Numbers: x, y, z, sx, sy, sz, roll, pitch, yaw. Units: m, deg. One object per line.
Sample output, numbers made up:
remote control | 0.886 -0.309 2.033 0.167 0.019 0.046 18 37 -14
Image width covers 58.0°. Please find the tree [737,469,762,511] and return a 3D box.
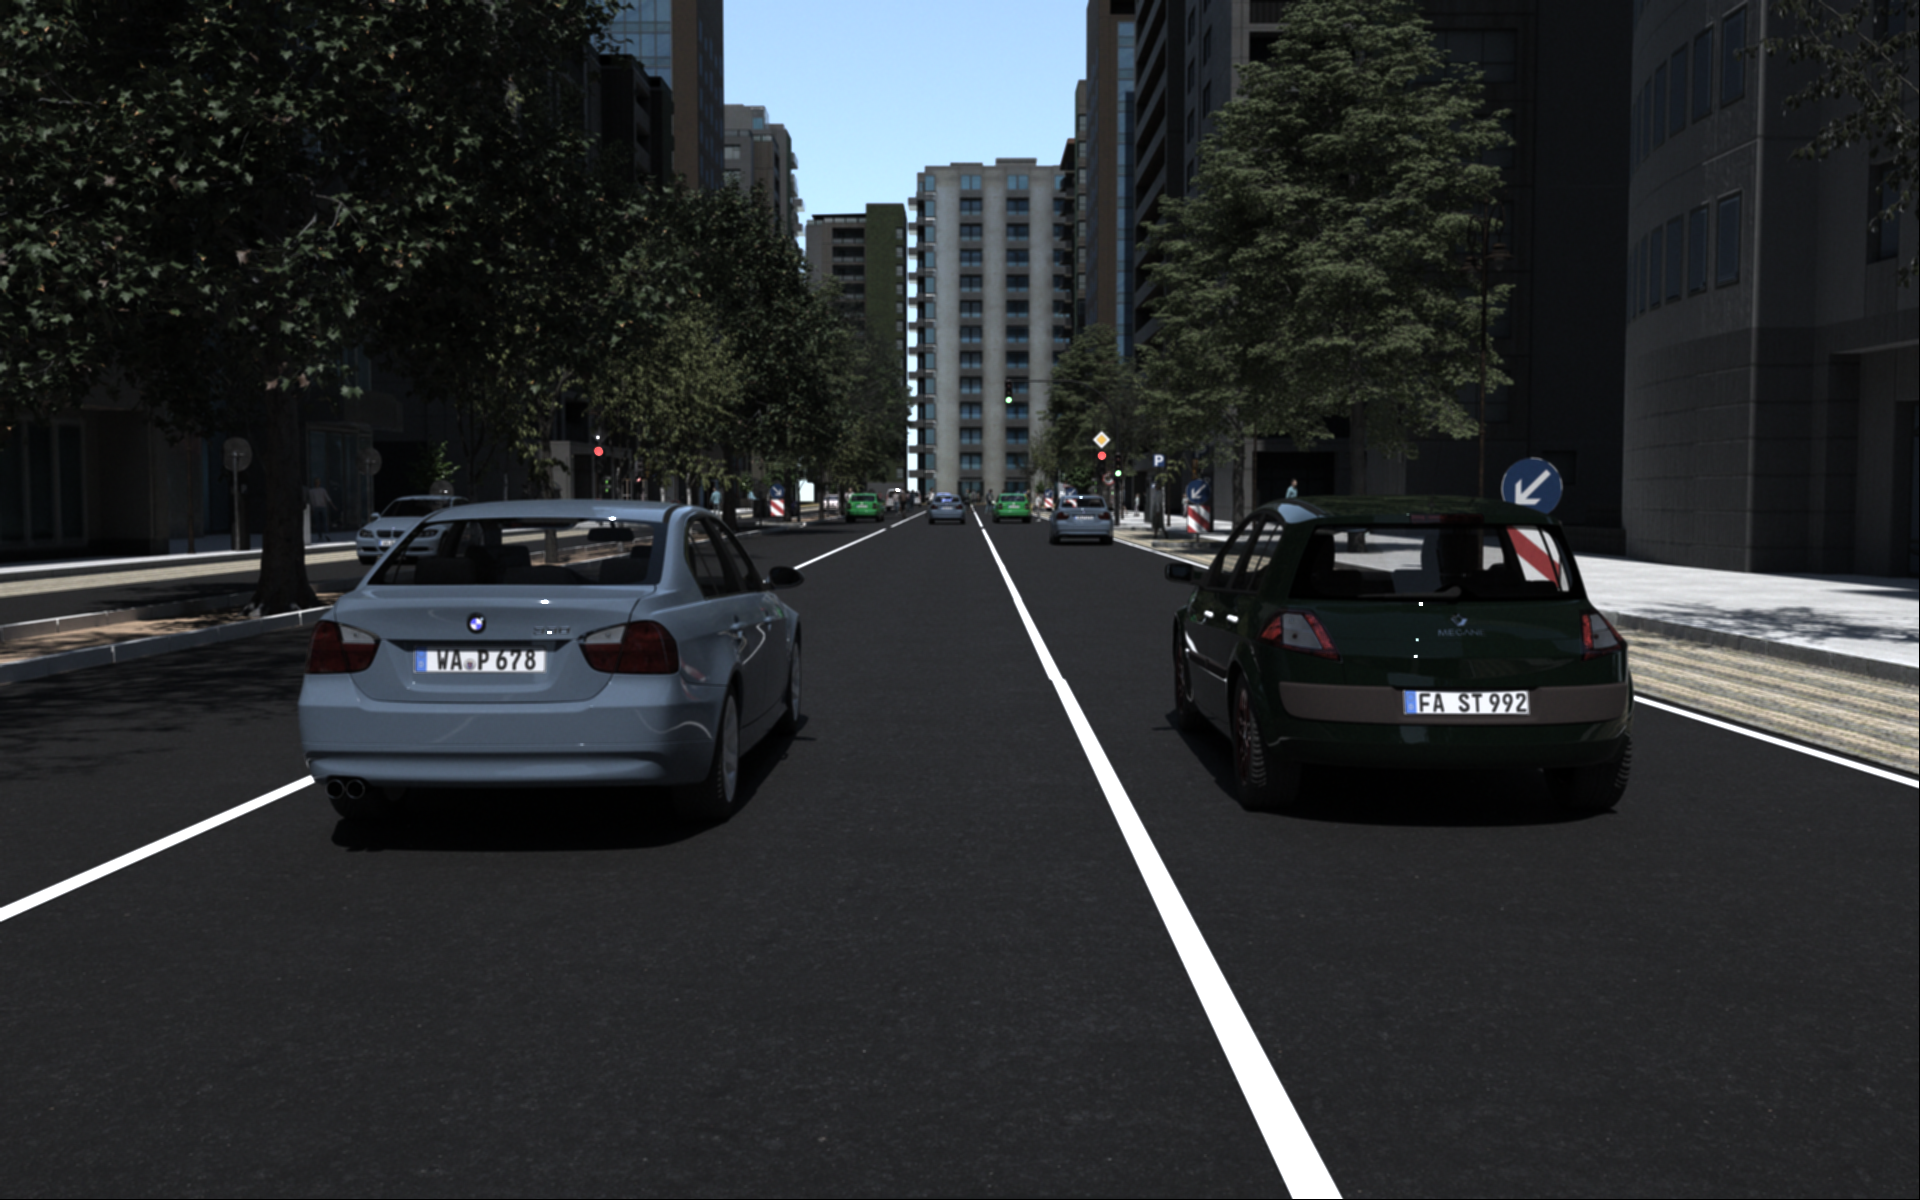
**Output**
tree | -16.054 -8.351 131.143 1.663 3.219 1.824 0 3 0

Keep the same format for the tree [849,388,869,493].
tree | -7.951 -9.263 104.267 4.737 8.622 4.395 0 3 0

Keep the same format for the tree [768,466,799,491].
tree | -16.703 -10.942 162.608 4.285 4.588 4.351 0 3 0

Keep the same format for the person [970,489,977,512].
person | 1.133 -8.077 140.660 0.679 1.850 0.850 3 5 42

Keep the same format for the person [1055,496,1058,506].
person | 6.739 -6.546 119.768 0.590 1.304 0.306 -3 4 -37

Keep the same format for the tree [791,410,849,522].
tree | -8.025 -8.153 86.128 4.737 8.622 4.395 0 3 0

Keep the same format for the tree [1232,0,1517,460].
tree | 8.277 -7.303 37.539 7.486 12.596 7.792 0 3 0

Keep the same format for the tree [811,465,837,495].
tree | -15.519 -17.393 218.789 7.601 10.594 8.767 0 4 1

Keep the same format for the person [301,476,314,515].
person | -17.375 -2.400 45.559 0.678 1.792 0.850 -2 4 -35

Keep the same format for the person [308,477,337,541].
person | -17.307 -2.470 47.092 0.731 1.740 0.598 -3 4 -39

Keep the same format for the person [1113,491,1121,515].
person | 9.360 -5.965 103.774 0.606 1.804 0.583 -3 4 -37

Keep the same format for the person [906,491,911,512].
person | -4.244 -8.131 142.282 0.563 1.720 0.643 0 4 -8

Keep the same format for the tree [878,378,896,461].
tree | -7.974 -11.902 115.175 7.486 12.596 7.792 0 3 0

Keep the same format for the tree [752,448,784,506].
tree | -16.937 -12.508 154.868 4.360 8.622 3.978 0 3 0

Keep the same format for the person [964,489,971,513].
person | 0.611 -7.385 129.416 0.590 1.801 0.661 1 4 18

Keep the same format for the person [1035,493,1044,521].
person | 4.149 -4.911 91.390 0.503 1.515 0.523 3 4 37

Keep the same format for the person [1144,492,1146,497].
person | 10.756 -5.694 99.325 0.466 1.800 0.511 0 4 1

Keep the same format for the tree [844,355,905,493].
tree | -7.717 -12.012 124.609 9.928 11.665 9.643 0 3 0

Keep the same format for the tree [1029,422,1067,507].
tree | 8.754 -13.293 167.703 4.737 8.622 4.395 0 3 0

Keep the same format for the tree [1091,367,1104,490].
tree | 8.948 -8.846 94.989 4.360 8.622 3.978 0 3 0

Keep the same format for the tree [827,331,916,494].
tree | -7.889 -13.840 135.396 9.857 13.997 8.962 0 3 0

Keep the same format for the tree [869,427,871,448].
tree | -7.610 -9.558 109.094 4.737 8.622 4.395 0 3 0

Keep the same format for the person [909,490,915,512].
person | -3.889 -8.016 139.823 0.793 1.790 0.793 2 4 26

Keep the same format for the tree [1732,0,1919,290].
tree | 8.217 -3.860 13.471 4.360 8.622 3.978 0 3 0

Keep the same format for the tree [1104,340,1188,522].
tree | 9.251 -7.967 80.630 4.360 8.622 3.978 0 3 0

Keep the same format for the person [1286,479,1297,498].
person | 11.638 -3.358 60.968 0.620 1.820 0.660 2 4 31

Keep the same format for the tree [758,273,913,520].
tree | -7.652 -11.182 95.660 12.009 13.543 11.850 0 3 0

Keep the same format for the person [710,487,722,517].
person | -13.997 -5.561 99.281 0.638 1.841 0.748 0 4 -5

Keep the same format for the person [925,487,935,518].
person | -1.782 -5.806 103.534 0.679 1.850 0.850 -3 5 -41

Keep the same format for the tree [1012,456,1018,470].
tree | 8.928 -16.327 217.303 4.360 8.622 3.978 0 3 0

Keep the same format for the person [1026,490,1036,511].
person | 6.135 -8.598 149.301 0.699 1.804 1.509 -2 4 -35

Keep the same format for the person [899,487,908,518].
person | -3.386 -5.796 103.224 0.622 1.834 0.822 1 4 23

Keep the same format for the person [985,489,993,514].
person | 2.110 -6.986 123.076 0.623 1.781 0.721 1 4 20

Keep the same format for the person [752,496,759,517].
person | -12.726 -6.131 108.604 0.748 1.841 0.638 2 4 28

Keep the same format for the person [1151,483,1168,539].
person | 6.339 -2.822 54.867 0.478 1.798 0.641 -3 5 -40

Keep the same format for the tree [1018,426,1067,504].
tree | 9.459 -14.405 185.882 4.360 8.622 3.978 0 3 0

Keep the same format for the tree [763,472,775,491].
tree | -16.879 -9.478 149.572 1.663 3.219 1.824 0 3 0

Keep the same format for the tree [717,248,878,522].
tree | -7.996 -9.703 79.234 7.486 12.596 7.792 0 3 0

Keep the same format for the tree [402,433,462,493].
tree | -16.766 -3.697 55.040 1.663 3.219 1.824 0 3 0

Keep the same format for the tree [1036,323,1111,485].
tree | 8.793 -12.071 115.491 7.486 12.596 7.792 0 3 0

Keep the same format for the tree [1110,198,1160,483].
tree | 8.946 -8.249 52.995 7.486 12.596 7.792 0 3 0

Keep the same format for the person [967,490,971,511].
person | 0.774 -8.377 145.717 0.529 1.795 0.600 -2 4 -27

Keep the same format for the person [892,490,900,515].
person | -4.312 -6.789 120.172 0.731 1.740 0.598 -1 4 -21

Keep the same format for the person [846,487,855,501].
person | -5.863 -5.132 92.609 0.606 1.804 0.583 1 4 15

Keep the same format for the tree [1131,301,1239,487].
tree | 8.462 -6.829 62.018 4.737 8.622 4.395 0 3 0

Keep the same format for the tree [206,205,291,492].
tree | -17.261 -5.636 42.506 4.360 8.622 3.978 0 3 0

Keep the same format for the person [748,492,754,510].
person | -17.268 -8.432 143.769 0.638 1.841 0.748 0 4 -2

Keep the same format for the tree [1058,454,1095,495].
tree | 8.895 -8.681 125.648 4.285 4.588 4.351 0 3 0

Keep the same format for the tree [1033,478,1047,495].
tree | 9.401 -12.707 202.356 1.663 3.219 1.824 0 3 0

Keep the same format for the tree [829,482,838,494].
tree | -16.291 -14.218 227.064 1.663 3.219 1.824 0 3 0
